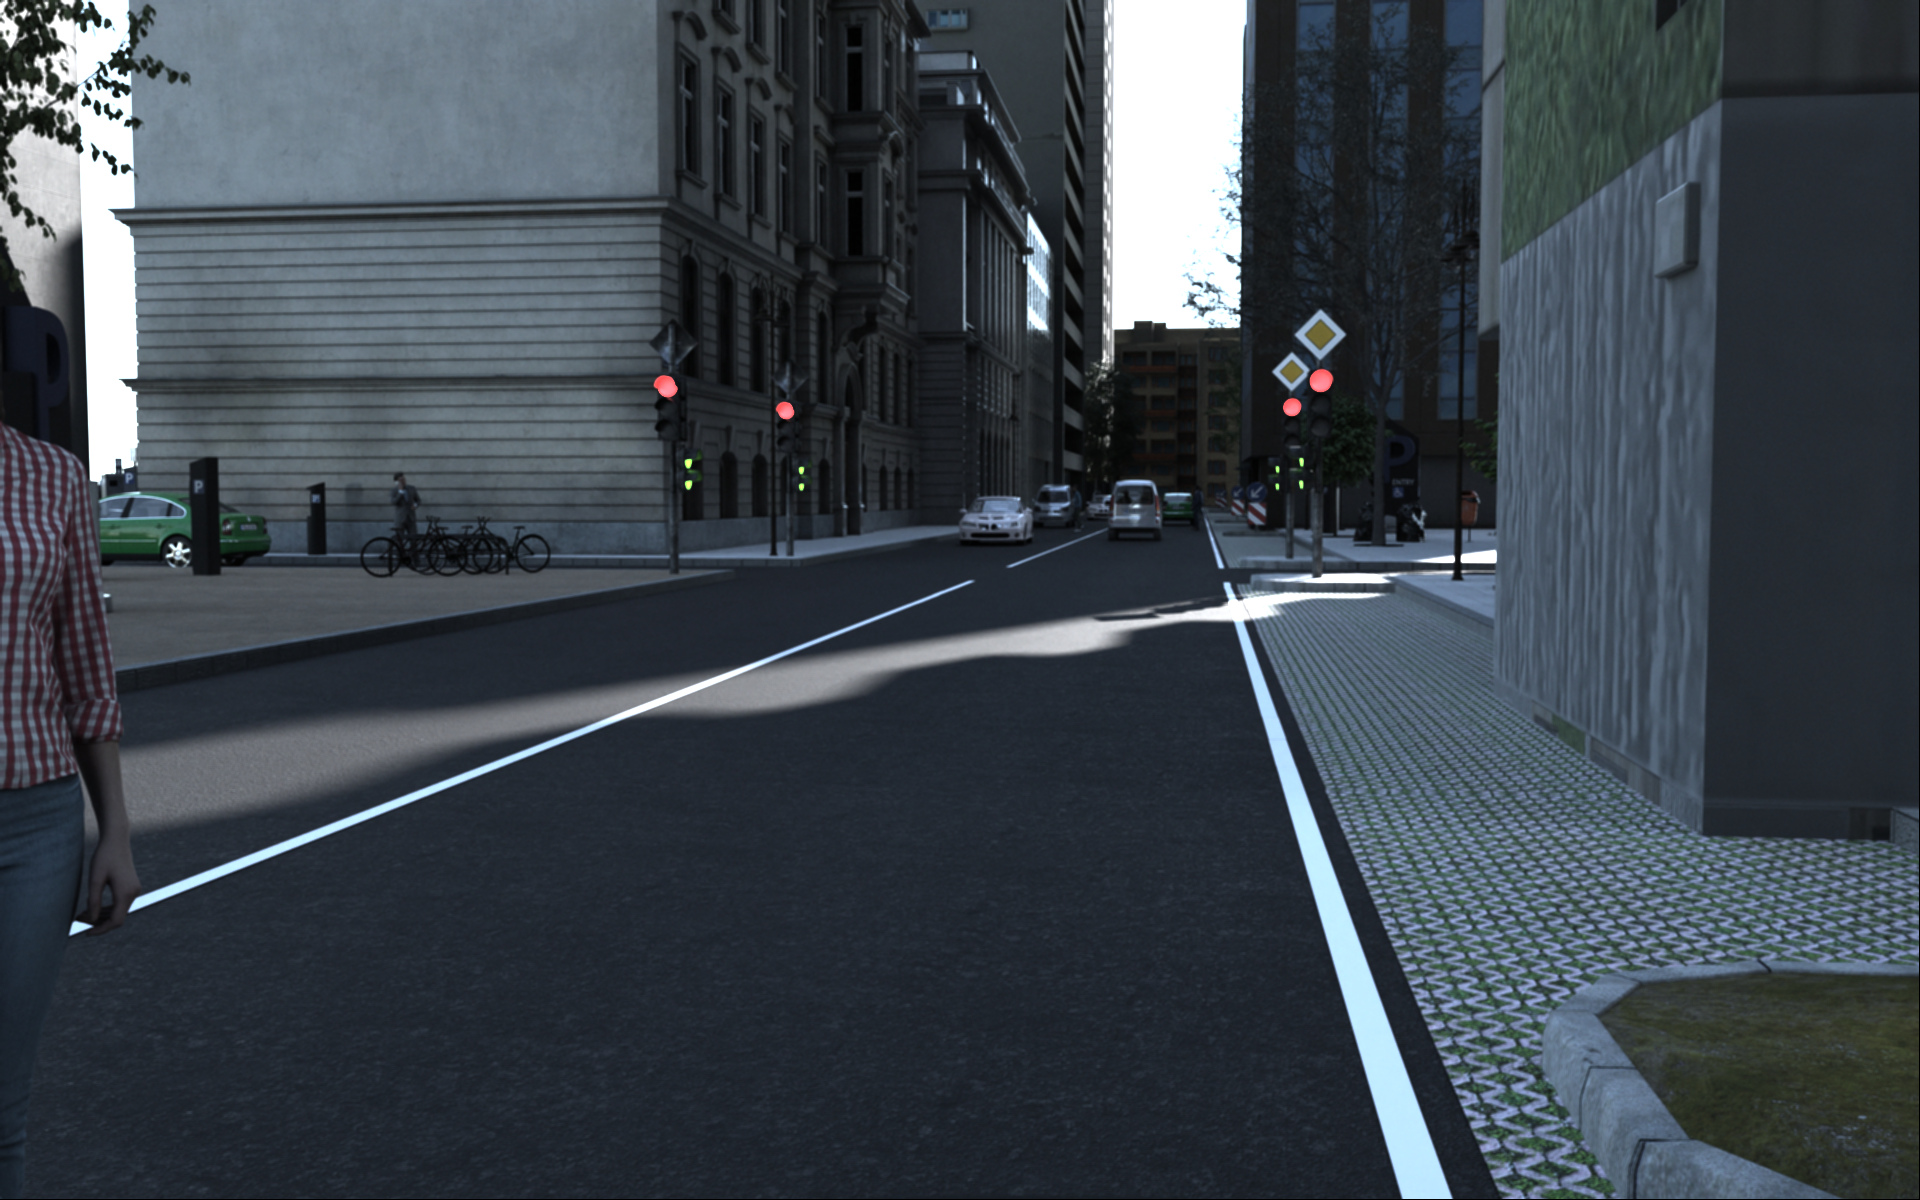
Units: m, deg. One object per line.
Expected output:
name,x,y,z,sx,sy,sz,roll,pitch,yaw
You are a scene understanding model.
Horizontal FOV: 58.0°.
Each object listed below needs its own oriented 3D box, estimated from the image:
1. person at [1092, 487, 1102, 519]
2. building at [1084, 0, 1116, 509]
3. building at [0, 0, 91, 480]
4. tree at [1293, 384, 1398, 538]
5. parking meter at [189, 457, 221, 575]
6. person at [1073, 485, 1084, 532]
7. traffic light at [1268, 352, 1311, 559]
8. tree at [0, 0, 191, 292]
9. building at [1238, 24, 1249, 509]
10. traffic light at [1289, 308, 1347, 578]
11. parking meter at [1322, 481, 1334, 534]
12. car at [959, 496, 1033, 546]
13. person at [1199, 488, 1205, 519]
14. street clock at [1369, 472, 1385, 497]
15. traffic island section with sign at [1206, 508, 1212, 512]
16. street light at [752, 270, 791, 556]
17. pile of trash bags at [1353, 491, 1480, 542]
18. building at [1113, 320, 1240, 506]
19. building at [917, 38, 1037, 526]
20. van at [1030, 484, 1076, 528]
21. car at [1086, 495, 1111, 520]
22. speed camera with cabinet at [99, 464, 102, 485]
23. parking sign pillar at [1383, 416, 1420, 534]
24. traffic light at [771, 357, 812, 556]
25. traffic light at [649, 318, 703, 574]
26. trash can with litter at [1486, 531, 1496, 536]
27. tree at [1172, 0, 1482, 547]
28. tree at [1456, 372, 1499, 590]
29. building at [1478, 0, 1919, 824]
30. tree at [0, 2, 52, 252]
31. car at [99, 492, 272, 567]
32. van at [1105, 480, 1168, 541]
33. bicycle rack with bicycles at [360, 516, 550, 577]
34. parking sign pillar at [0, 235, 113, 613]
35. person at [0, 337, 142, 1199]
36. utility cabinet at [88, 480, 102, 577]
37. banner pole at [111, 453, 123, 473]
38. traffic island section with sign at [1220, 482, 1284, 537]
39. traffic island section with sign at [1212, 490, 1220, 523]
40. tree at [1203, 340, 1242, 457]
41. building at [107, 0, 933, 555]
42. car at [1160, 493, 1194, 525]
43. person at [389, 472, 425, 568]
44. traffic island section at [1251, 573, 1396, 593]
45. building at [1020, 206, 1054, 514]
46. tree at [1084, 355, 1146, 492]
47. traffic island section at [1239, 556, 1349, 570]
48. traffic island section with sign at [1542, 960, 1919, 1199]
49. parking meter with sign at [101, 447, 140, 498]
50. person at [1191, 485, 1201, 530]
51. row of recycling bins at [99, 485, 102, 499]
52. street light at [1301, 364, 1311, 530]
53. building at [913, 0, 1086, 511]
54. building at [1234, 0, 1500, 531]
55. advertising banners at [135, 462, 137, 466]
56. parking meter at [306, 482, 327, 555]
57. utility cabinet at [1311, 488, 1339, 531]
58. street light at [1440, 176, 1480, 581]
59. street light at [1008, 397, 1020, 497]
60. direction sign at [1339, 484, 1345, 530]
person,7.995,-5.615,100.399,0.679,1.850,0.850,2,4,30
building,5.007,-45.124,176.022,20.611,71.187,20.563,0,4,8
building,-39.245,-15.489,46.757,24.014,27.812,14.314,0,4,8
tree,11.306,-4.157,51.676,4.285,4.588,4.351,0,3,0
parking meter,-11.946,-1.326,27.398,0.399,1.863,0.255,1,4,21
person,4.508,-3.499,66.047,0.444,1.785,0.601,0,4,6
traffic light,6.529,-2.775,34.287,0.839,4.253,0.868,0,4,8
tree,-7.781,-3.784,12.228,4.737,8.622,4.395,0,3,0
building,31.970,-28.766,153.912,14.154,41.232,14.086,0,4,8
traffic light,5.444,-2.291,26.375,0.839,4.253,0.868,0,4,8
parking meter,11.915,-3.082,56.098,0.255,1.863,0.399,-2,4,-33
car,1.082,-2.290,49.804,2.083,1.381,4.827,0,4,6
person,14.054,-5.643,101.023,0.793,1.790,0.793,3,5,44
street clock,12.944,-3.014,53.848,0.471,2.002,0.358,1,4,16
traffic island section with sign,20.431,-7.756,135.440,1.989,1.847,2.006,0,4,8
street light,-3.885,-3.862,35.940,0.468,5.910,1.993,0,4,8
pile of trash bags,12.299,-2.267,46.811,3.447,1.369,1.912,2,4,31
building,22.764,-22.113,206.580,28.899,21.520,27.650,0,4,8
building,-4.109,-14.690,81.979,13.314,21.916,24.055,0,4,8
van,4.093,-4.152,74.902,2.013,2.044,4.112,0,4,8
car,8.027,-5.100,95.751,2.083,1.381,4.827,0,4,7
speed camera with cabinet,-55.953,-7.288,113.496,0.660,3.252,2.038,-2,4,-34
parking sign pillar,14.334,-4.165,56.565,1.447,3.967,1.447,1,4,20
traffic light,-3.491,-2.857,35.639,0.839,4.253,0.868,0,4,8
traffic light,-4.576,-2.374,27.728,0.839,4.253,0.868,0,4,8
trash can with litter,16.955,-2.618,53.860,1.678,1.210,2.233,3,5,45
tree,10.302,-8.073,42.368,12.009,13.543,11.850,0,3,0
tree,7.677,-1.742,23.090,1.663,3.219,1.824,0,3,0
building,10.967,-20.071,11.759,14.154,41.232,14.086,0,4,8
tree,-13.307,-4.337,21.279,4.360,8.622,3.978,0,3,0
car,-15.457,-1.457,32.616,4.718,1.807,1.959,1,4,9
van,5.567,-2.925,54.829,2.013,2.044,4.112,0,4,7
bicycle rack with bicycles,-8.124,-0.894,27.994,2.925,0.926,2.852,-1,4,-18
parking sign pillar,-9.886,-1.834,18.451,1.447,3.967,1.447,-1,4,-11
person,-1.484,0.368,2.499,0.388,1.821,0.555,2,4,34
utility cabinet,-12.950,-1.045,25.766,0.318,1.500,1.173,-2,4,-27
banner pole,-51.129,-7.031,104.971,0.401,3.779,0.863,3,5,39
traffic island section with sign,9.932,-3.066,58.764,1.989,1.847,2.006,0,4,8
traffic island section with sign,13.577,-4.700,85.473,1.989,1.847,2.006,0,4,8
tree,19.975,-11.558,114.734,9.928,11.665,9.643,0,3,0
building,-8.979,-14.304,52.952,14.460,24.649,34.723,0,4,8
car,10.112,-4.386,80.514,1.959,1.807,4.718,0,4,6
person,-10.372,-1.482,32.542,0.655,1.846,0.447,-3,4,-36
traffic island section,5.482,-0.257,26.484,2.009,0.180,2.903,0,4,8
building,-0.350,-15.149,102.438,10.420,20.320,16.860,0,4,8
tree,12.626,-15.489,159.906,9.857,13.997,8.962,0,3,0
traffic island section,6.567,-0.741,34.395,2.009,0.180,2.903,0,4,8
traffic island section with sign,2.371,0.302,3.688,1.989,1.847,2.006,0,4,8
parking meter with sign,-31.128,-4.119,63.599,0.543,3.016,1.738,3,5,39
person,9.518,-3.735,69.754,0.419,1.800,0.721,0,4,1
row of recycling bins,-38.095,-4.108,74.279,1.069,1.692,3.534,2,4,32
street light,12.362,-5.429,61.547,0.468,5.910,1.993,0,4,8
building,-2.510,-30.468,121.857,21.300,48.544,21.600,0,4,8
building,18.521,-25.601,68.692,14.600,45.320,14.200,0,4,8
advertising banners,-40.284,-5.379,84.129,0.090,3.025,2.074,0,4,-7
parking meter,-13.540,-1.714,36.433,0.372,1.533,0.369,0,3,0
utility cabinet,12.592,-3.126,59.787,1.173,1.500,0.318,-3,5,-40
street light,7.398,-3.229,25.579,0.468,5.910,1.993,0,4,8
street light,2.565,-6.722,82.699,0.468,5.910,1.993,0,4,8
direction sign,13.451,-4.231,61.181,0.876,3.537,0.379,-1,4,-13
